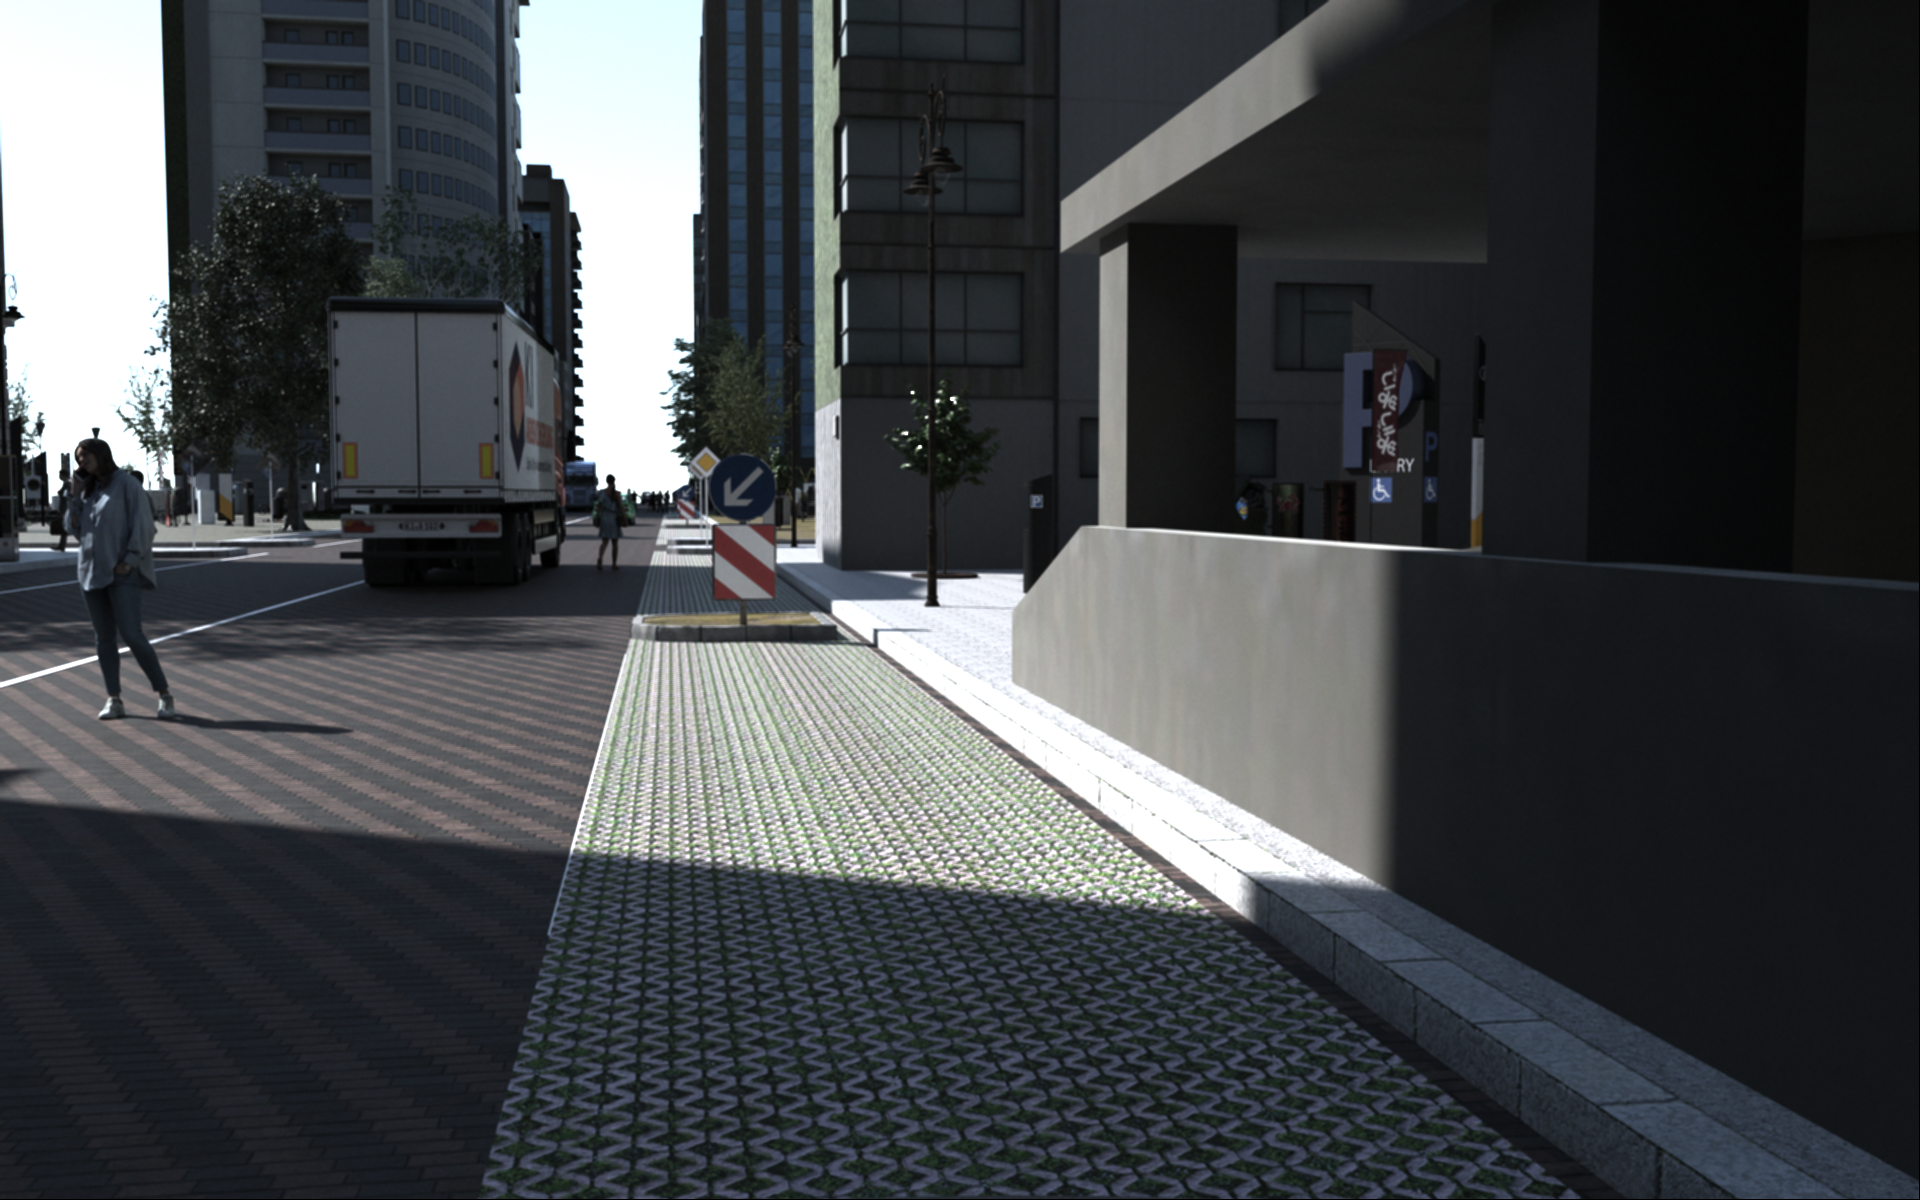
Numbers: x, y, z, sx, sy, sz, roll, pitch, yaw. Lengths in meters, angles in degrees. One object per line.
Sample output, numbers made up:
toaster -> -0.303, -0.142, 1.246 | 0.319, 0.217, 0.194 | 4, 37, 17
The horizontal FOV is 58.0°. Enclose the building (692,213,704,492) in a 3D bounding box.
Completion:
building -> -32.110, -34.946, 254.953 | 14.154, 41.232, 14.086 | -1, 4, -9

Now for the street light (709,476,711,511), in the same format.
street light -> -19.126, -9.743, 132.084 | 0.468, 5.910, 1.993 | -1, 4, -9

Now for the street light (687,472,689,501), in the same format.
street light -> -36.622, -16.114, 236.243 | 0.468, 5.910, 1.993 | -1, 4, -9

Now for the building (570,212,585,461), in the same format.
building -> -67.857, -36.960, 258.912 | 22.147, 44.769, 28.867 | -1, 4, -9

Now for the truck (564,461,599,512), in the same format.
truck -> -31.559, -9.584, 146.454 | 2.967, 4.110, 18.799 | -1, 4, -8

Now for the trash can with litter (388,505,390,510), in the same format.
trash can with litter -> -27.934, -4.522, 85.323 | 0.624, 1.170, 1.055 | -1, 4, -16

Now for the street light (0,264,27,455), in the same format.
street light -> -18.783, -3.743, 33.989 | 0.468, 5.910, 1.993 | -1, 4, -9

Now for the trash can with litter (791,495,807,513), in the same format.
trash can with litter -> -11.157, -6.496, 117.259 | 1.678, 1.210, 2.233 | -3, 5, -43

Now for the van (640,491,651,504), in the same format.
van -> -47.459, -15.593, 261.952 | 2.013, 2.044, 4.112 | -1, 4, -11

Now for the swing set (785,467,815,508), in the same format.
swing set -> -10.009, -6.276, 100.233 | 2.862, 2.851, 3.119 | 1, 4, 20

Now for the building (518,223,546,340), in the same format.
building -> -51.218, -25.122, 182.447 | 14.160, 30.474, 14.107 | -1, 4, -9

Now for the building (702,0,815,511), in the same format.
building -> -12.778, -29.622, 134.430 | 14.600, 45.320, 14.200 | -1, 4, -9

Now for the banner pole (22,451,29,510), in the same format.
banner pole -> -53.177, -6.640, 98.579 | 0.401, 3.779, 0.863 | 0, 4, -4

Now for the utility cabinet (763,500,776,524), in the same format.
utility cabinet -> -4.662, -2.060, 42.365 | 0.318, 1.500, 1.173 | 0, 4, -6

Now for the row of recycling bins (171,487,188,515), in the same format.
row of recycling bins -> -47.780, -6.039, 105.847 | 1.069, 1.692, 3.534 | -2, 4, -30

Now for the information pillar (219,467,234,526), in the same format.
information pillar -> -29.676, -4.810, 70.006 | 0.504, 3.616, 0.183 | -1, 4, -18

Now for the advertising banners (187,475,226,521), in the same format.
advertising banners -> -36.595, -5.378, 84.123 | 2.074, 3.025, 0.090 | -3, 5, -44

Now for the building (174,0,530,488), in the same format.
building -> -54.939, -34.895, 159.773 | 28.713, 52.752, 27.495 | -1, 4, -9

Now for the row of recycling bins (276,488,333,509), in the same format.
row of recycling bins -> -42.673, -6.470, 112.892 | 3.534, 1.692, 1.069 | -2, 4, -26

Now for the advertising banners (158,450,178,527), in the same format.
advertising banners -> -31.052, -4.385, 67.879 | 0.090, 3.025, 2.074 | -3, 5, -41

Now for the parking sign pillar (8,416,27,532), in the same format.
parking sign pillar -> -32.753, -4.324, 59.169 | 1.447, 3.967, 1.447 | -2, 4, -29

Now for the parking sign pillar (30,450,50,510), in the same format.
parking sign pillar -> -56.800, -7.219, 106.497 | 1.447, 3.967, 1.447 | -1, 4, -14

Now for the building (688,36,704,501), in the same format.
building -> -32.445, -50.966, 271.539 | 20.563, 71.187, 20.611 | -1, 4, -9

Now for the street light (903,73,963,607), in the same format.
street light -> -0.319, -2.865, 19.626 | 0.468, 5.910, 1.993 | -1, 4, -9

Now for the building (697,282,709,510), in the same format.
building -> -9.680, -19.132, 157.847 | 27.650, 21.520, 28.899 | -1, 4, -9

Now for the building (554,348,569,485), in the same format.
building -> -63.836, -22.714, 216.407 | 27.650, 21.520, 28.899 | -1, 4, -9

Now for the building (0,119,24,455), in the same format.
building -> -30.342, -11.984, 32.097 | 21.152, 22.565, 11.583 | -1, 4, -9

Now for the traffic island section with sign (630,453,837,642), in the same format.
traffic island section with sign -> -2.338, -0.548, 17.594 | 1.989, 1.847, 2.006 | -1, 4, -9

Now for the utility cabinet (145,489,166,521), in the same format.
utility cabinet -> -37.700, -4.434, 81.171 | 0.318, 1.500, 1.173 | 1, 4, 16

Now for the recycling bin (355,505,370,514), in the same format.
recycling bin -> -33.033, -5.081, 95.621 | 0.722, 1.027, 0.722 | -1, 4, -10

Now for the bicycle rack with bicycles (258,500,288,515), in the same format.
bicycle rack with bicycles -> -42.851, -5.855, 109.116 | 2.925, 0.926, 2.852 | -2, 4, -30

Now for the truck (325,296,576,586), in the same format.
truck -> -8.531, -2.531, 30.302 | 2.839, 4.237, 11.283 | 0, 4, -8

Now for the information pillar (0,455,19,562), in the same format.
information pillar -> -18.032, -1.729, 32.763 | 0.304, 2.012, 0.304 | -1, 4, -13

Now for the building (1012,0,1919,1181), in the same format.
building -> 17.387, -19.236, 6.396 | 32.217, 40.220, 23.993 | -1, 4, -9

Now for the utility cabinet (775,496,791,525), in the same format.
utility cabinet -> -7.553, -3.718, 71.948 | 1.020, 1.237, 0.306 | 0, 4, -1

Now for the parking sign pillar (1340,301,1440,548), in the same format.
parking sign pillar -> 5.876, -2.156, 23.715 | 1.447, 3.967, 1.447 | -3, 5, -45

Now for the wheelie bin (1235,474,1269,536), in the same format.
wheelie bin -> 4.498, -1.190, 27.362 | 0.693, 1.594, 0.980 | 0, 4, -6

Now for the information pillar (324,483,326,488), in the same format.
information pillar -> -42.366, -6.778, 115.307 | 0.304, 2.012, 0.304 | -1, 4, -22

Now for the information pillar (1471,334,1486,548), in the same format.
information pillar -> 7.755, -2.098, 25.651 | 0.504, 3.616, 0.183 | -3, 4, -37

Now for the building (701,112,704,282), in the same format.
building -> -16.388, -32.488, 185.810 | 22.147, 44.769, 28.867 | -1, 4, -9

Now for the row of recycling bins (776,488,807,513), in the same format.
row of recycling bins -> -11.930, -6.990, 121.391 | 3.534, 1.692, 1.069 | 3, 5, 45

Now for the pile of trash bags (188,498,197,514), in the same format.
pile of trash bags -> -50.999, -6.224, 111.520 | 1.912, 1.369, 3.447 | 2, 4, 27

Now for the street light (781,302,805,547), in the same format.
street light -> -4.017, -4.218, 41.759 | 0.468, 5.910, 1.993 | -1, 4, -9

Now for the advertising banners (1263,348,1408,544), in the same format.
advertising banners -> 4.498, -1.496, 20.646 | 2.074, 3.025, 0.090 | -2, 4, -26

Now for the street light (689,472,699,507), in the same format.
street light -> -32.872, -14.760, 214.118 | 0.468, 5.910, 1.993 | -1, 4, -9

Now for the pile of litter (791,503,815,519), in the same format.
pile of litter -> -8.104, -4.643, 89.880 | 1.176, 0.858, 1.719 | 0, 4, -3

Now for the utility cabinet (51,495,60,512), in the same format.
utility cabinet -> -46.364, -4.785, 89.404 | 0.306, 1.237, 1.020 | 2, 4, 25

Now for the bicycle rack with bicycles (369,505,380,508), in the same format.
bicycle rack with bicycles -> -35.437, -5.662, 105.960 | 2.925, 0.926, 2.852 | -1, 4, -11

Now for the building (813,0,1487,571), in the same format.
building -> 3.803, -21.532, 35.639 | 14.154, 41.232, 14.086 | -1, 4, -9

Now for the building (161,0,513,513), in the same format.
building -> -46.503, -36.136, 132.818 | 21.231, 58.520, 28.212 | -1, 4, -9

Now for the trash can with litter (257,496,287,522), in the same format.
trash can with litter -> -31.501, -4.191, 79.581 | 1.678, 1.210, 2.233 | -3, 5, -42

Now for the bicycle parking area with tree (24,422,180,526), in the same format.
bicycle parking area with tree -> -36.965, -5.180, 71.690 | 9.016, 4.147, 8.231 | 1, 4, 9

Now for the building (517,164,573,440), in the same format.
building -> -60.837, -35.973, 238.275 | 14.600, 45.320, 14.200 | -1, 4, -9

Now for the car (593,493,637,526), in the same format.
car -> -15.971, -4.361, 80.092 | 1.959, 1.807, 4.718 | 0, 4, -8

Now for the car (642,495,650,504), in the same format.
car -> -43.718, -14.115, 243.360 | 1.945, 1.354, 3.894 | 0, 4, -8

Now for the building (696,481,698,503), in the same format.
building -> -24.259, -56.223, 231.920 | 22.319, 86.520, 31.000 | -1, 4, -9
